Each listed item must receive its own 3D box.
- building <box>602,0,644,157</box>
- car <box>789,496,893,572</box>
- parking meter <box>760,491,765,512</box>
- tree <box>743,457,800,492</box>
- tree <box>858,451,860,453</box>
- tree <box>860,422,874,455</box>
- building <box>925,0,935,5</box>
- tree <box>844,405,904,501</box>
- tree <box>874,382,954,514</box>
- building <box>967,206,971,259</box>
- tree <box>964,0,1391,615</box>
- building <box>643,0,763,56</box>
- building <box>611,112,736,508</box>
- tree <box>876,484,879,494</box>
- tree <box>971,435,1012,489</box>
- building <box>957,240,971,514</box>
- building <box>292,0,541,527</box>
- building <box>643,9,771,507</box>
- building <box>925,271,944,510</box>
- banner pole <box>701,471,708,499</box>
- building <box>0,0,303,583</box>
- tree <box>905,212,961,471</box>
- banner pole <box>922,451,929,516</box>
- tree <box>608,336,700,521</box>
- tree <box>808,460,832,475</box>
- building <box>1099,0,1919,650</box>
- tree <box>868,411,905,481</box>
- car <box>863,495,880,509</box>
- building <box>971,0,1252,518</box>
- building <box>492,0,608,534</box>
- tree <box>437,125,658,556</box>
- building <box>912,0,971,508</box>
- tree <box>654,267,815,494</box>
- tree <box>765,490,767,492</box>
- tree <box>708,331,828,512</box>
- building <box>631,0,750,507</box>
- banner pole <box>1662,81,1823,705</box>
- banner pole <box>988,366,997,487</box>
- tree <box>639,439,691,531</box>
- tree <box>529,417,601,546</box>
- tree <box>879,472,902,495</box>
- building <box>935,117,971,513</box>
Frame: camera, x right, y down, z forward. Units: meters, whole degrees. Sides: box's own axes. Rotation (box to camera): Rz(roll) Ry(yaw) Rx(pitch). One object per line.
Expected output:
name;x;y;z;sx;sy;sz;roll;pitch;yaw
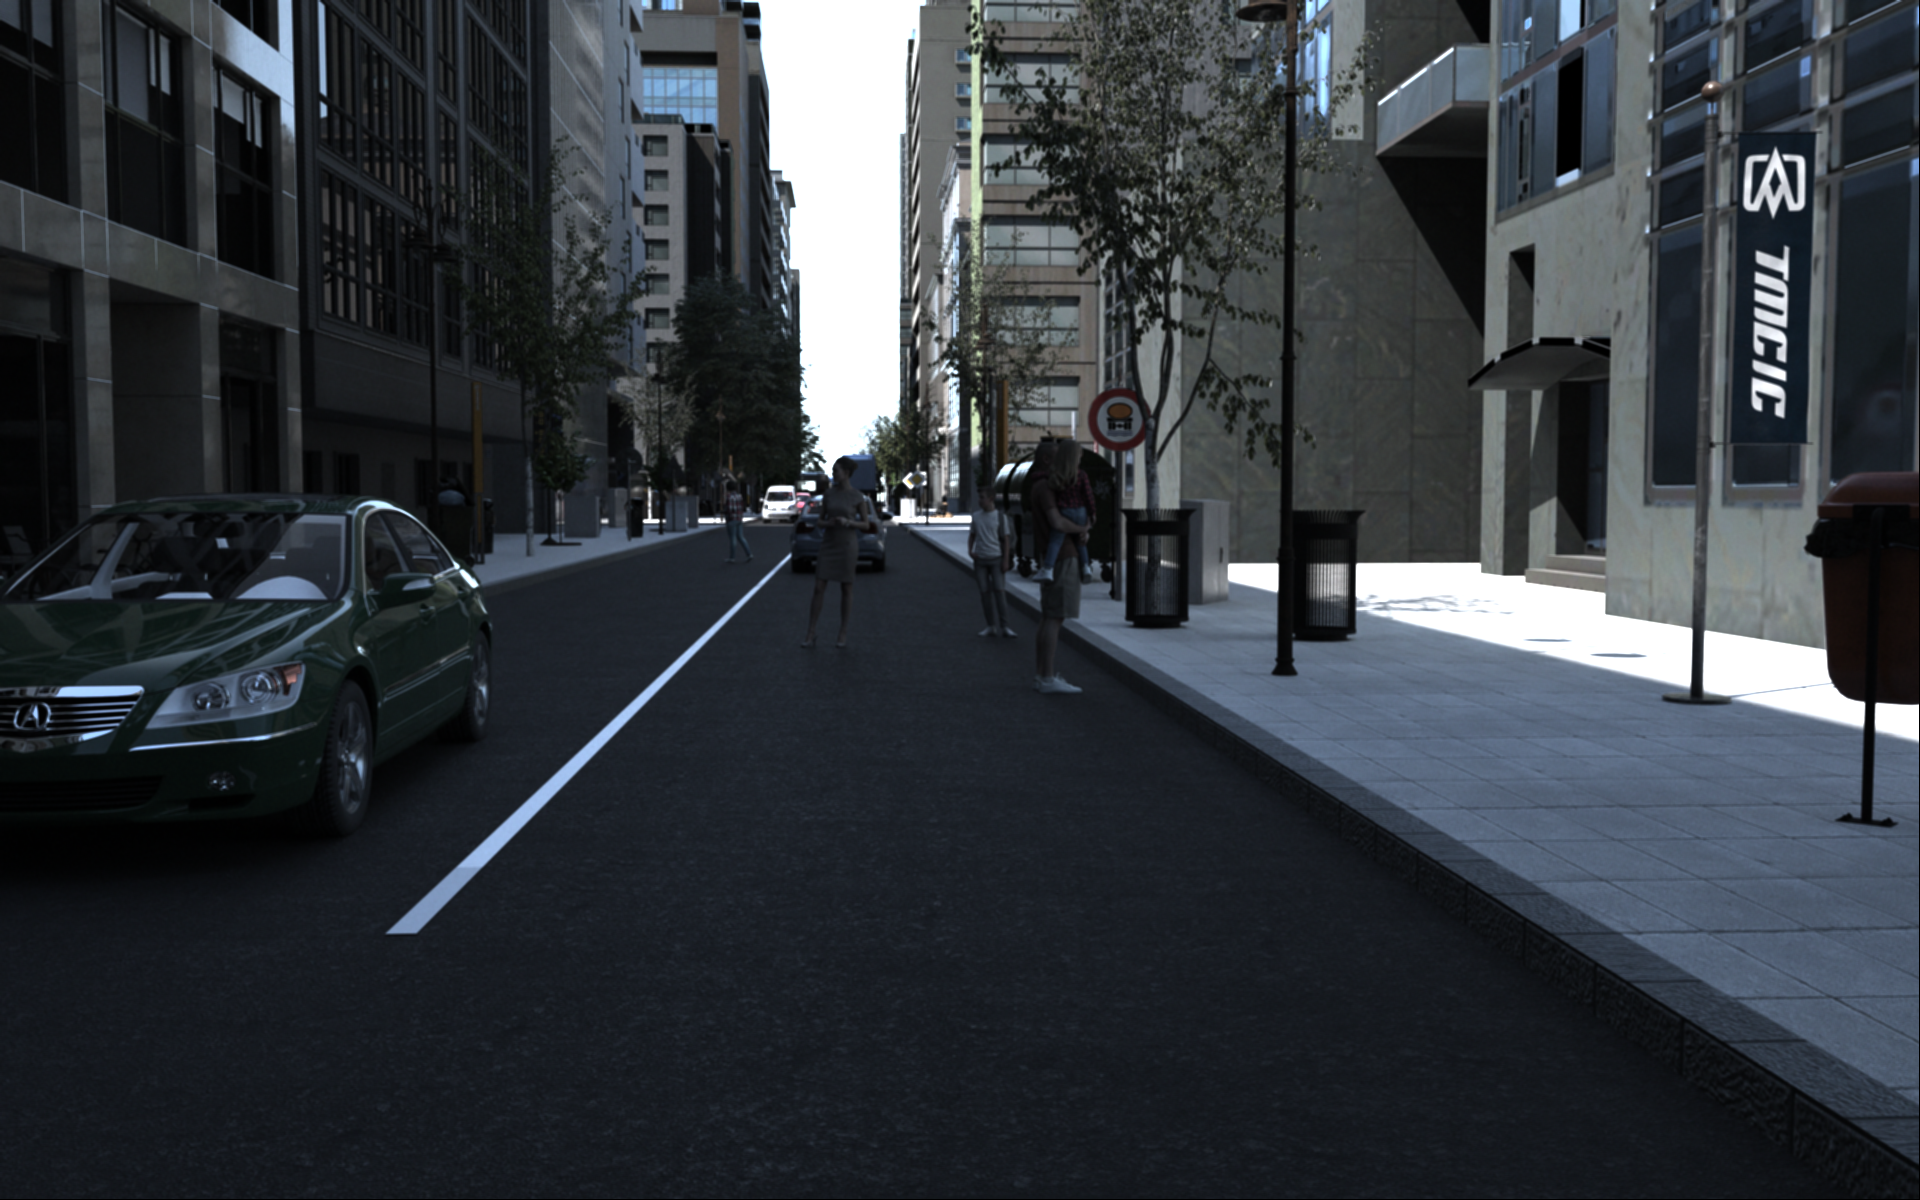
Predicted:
building;-32.508;-31.047;96.858;28.713;52.752;27.495;0;4;-4
car;-2.301;-1.304;33.318;2.014;1.417;4.499;0;4;-2
parking meter;-14.214;-7.121;124.836;0.372;1.533;0.369;0;3;0
tree;-14.568;-8.895;129.155;4.285;4.588;4.351;0;3;0
tree;-8.052;-13.925;178.036;4.737;8.622;4.395;0;3;0
tree;-4.376;-11.026;130.637;4.737;8.622;4.395;0;3;0
building;4.664;-45.841;187.749;20.563;71.187;20.611;0;4;-4
tree;-11.174;-20.084;238.736;12.009;13.543;11.850;0;3;0
tree;-2.613;-9.967;113.328;4.737;8.622;4.395;0;3;0
building;12.749;-15.142;89.367;24.055;21.916;13.314;0;4;-4
tree;2.029;-4.112;17.593;4.360;8.622;3.978;0;3;0
building;-32.949;-54.485;203.497;22.319;86.520;31.000;0;4;-4
building;-24.986;-22.210;134.831;14.160;30.474;14.107;0;4;-4
tree;-9.173;-12.340;196.365;1.663;3.219;1.824;0;3;0
tree;0.840;-3.485;51.577;1.663;3.219;1.824;0;3;0
building;5.654;-14.815;106.845;10.561;19.102;19.286;0;4;-4
building;-18.959;-15.063;39.782;14.314;27.812;24.014;0;4;-4
building;-30.659;-33.927;178.404;21.300;48.544;21.600;0;4;-4
building;2.297;-18.124;145.476;9.793;20.994;18.267;0;4;-4
banner pole;-16.491;-7.453;111.870;0.401;3.779;0.863;2;4;28
building;-19.522;-12.611;10.705;19.350;26.468;34.151;0;4;-4
tree;0.875;-5.783;44.910;4.360;8.622;3.978;0;3;0
banner pole;-2.002;-6.833;101.732;0.401;3.779;0.863;2;4;27
tree;-14.451;-8.046;81.915;4.360;8.622;3.978;0;3;0
tree;-25.092;-21.893;308.317;4.737;8.622;4.395;0;3;0
building;15.461;-43.553;24.772;22.319;86.520;31.000;0;4;-4
tree;-5.803;-12.215;150.077;4.360;8.622;3.978;0;3;0
car;-3.750;-2.830;58.061;2.131;1.459;4.920;0;4;-3
building;7.286;-23.088;61.083;14.154;41.232;14.086;0;4;-4
building;-23.271;-14.818;60.305;19.932;24.808;12.078;0;4;-4
tree;-8.626;-5.204;35.455;4.737;8.622;4.395;0;3;0
building;6.348;-33.256;167.438;21.300;48.544;21.600;0;4;-4
tree;-12.643;-11.643;97.019;9.857;13.997;8.962;0;3;0
tree;-14.993;-8.716;137.112;1.663;3.219;1.824;0;3;0
tree;-13.958;-12.393;120.758;7.486;12.596;7.792;0;3;0
building;-26.831;-31.216;160.493;14.600;45.320;14.200;0;4;-4
banner pole;4.795;-1.259;10.606;0.863;3.779;0.401;0;4;2
banner pole;0.653;-2.703;34.217;0.401;3.779;0.863;1;4;12
tree;-10.400;-4.028;60.454;1.663;3.219;1.824;0;3;0
tree;-10.133;-2.993;43.532;1.663;3.219;1.824;0;3;0
tree;-5.106;-8.642;135.902;1.663;3.219;1.824;0;3;0
building;5.446;-20.816;126.241;13.634;28.700;20.117;0;4;-4
